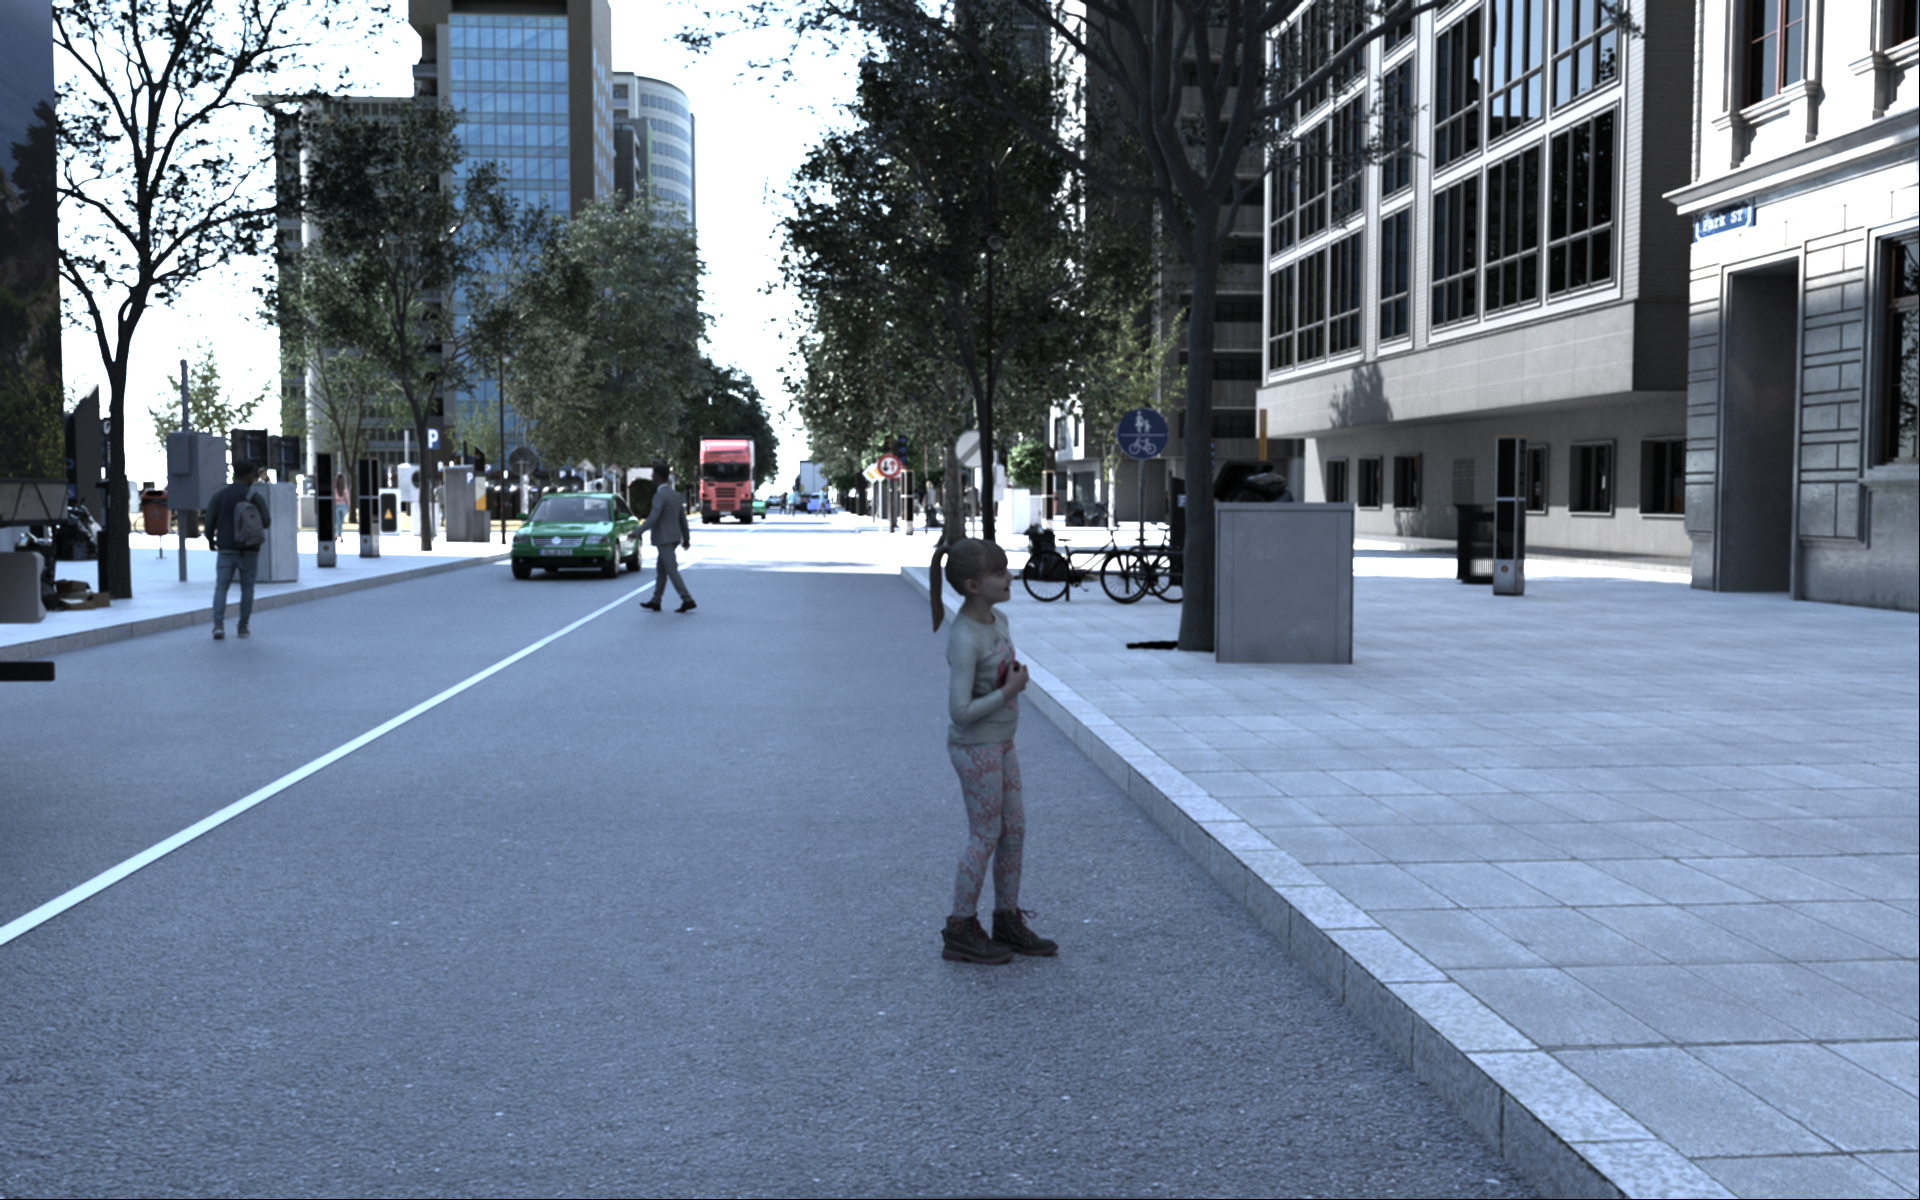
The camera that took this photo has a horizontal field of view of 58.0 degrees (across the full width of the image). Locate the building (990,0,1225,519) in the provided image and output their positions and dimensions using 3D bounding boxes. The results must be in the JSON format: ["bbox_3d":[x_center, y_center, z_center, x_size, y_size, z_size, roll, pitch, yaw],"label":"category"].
[{"bbox_3d":[7.685,-20.601,108.522,14.160,30.474,14.107,0,4,-5],"label":"building"}]

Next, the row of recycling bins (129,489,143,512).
[{"bbox_3d":[-63.752,-7.691,132.857,3.534,1.692,1.069,1,4,18],"label":"row of recycling bins"}]

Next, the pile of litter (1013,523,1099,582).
[{"bbox_3d":[1.394,-0.732,25.927,1.176,0.858,1.719,-1,4,-19],"label":"pile of litter"}]

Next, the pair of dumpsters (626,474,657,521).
[{"bbox_3d":[-14.668,-4.798,80.938,1.574,2.255,4.437,0,4,-4],"label":"pair of dumpsters"}]

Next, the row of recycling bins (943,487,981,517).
[{"bbox_3d":[0.069,-5.548,97.830,1.069,1.692,3.534,-2,4,-28],"label":"row of recycling bins"}]

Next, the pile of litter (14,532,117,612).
[{"bbox_3d":[-10.219,-0.349,19.677,1.176,0.858,1.719,-1,4,-9],"label":"pile of litter"}]

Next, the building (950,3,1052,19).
[{"bbox_3d":[5.884,-30.954,156.210,14.600,45.320,14.200,0,4,-5],"label":"building"}]

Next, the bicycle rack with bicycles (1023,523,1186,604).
[{"bbox_3d":[2.562,-0.461,20.918,2.925,0.926,2.852,2,4,31],"label":"bicycle rack with bicycles"}]

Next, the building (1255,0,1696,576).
[{"bbox_3d":[16.018,-14.833,36.029,14.314,27.812,24.014,0,4,-5],"label":"building"}]

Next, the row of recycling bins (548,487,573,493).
[{"bbox_3d":[-23.075,-5.409,95.555,3.534,1.692,1.069,-2,4,-32],"label":"row of recycling bins"}]

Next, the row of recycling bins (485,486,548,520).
[{"bbox_3d":[-22.272,-4.801,85.601,1.069,1.692,3.534,3,4,38],"label":"row of recycling bins"}]

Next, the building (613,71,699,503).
[{"bbox_3d":[-48.154,-42.833,242.310,21.231,58.520,28.212,0,4,-5],"label":"building"}]

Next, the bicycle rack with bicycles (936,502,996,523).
[{"bbox_3d":[0.129,-3.859,76.482,2.925,0.926,2.852,-3,4,-38],"label":"bicycle rack with bicycles"}]

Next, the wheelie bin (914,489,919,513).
[{"bbox_3d":[-3.151,-6.573,115.381,0.980,1.594,0.693,2,4,28],"label":"wheelie bin"}]

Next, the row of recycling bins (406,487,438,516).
[{"bbox_3d":[-30.490,-5.711,100.487,3.534,1.692,1.069,1,4,12],"label":"row of recycling bins"}]

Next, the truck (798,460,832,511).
[{"bbox_3d":[-12.279,-9.629,146.341,2.839,4.237,11.283,0,4,-4],"label":"truck"}]

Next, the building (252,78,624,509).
[{"bbox_3d":[-45.938,-28.780,162.434,32.217,40.220,23.993,0,4,-5],"label":"building"}]

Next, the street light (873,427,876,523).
[{"bbox_3d":[-3.776,-6.294,75.692,0.468,5.910,1.993,0,4,-5],"label":"street light"}]

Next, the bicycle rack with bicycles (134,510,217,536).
[{"bbox_3d":[-24.235,-2.514,54.484,2.925,0.926,2.852,-1,4,-18],"label":"bicycle rack with bicycles"}]

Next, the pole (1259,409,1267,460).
[{"bbox_3d":[7.300,-2.932,41.776,0.158,3.312,0.155,0,3,0],"label":"pole"}]

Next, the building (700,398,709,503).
[{"bbox_3d":[-53.884,-26.087,271.567,27.650,21.520,28.899,0,4,-5],"label":"building"}]

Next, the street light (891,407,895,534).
[{"bbox_3d":[-2.194,-5.090,56.008,0.468,5.910,1.993,0,4,-5],"label":"street light"}]

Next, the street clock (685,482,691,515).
[{"bbox_3d":[-16.632,-6.204,106.002,0.358,2.002,0.471,1,4,8],"label":"street clock"}]

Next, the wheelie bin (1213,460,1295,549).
[{"bbox_3d":[2.714,-0.506,16.181,0.980,1.594,0.693,-3,4,-37],"label":"wheelie bin"}]

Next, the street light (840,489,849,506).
[{"bbox_3d":[-9.990,-10.928,151.452,0.468,5.910,1.993,0,4,-5],"label":"street light"}]

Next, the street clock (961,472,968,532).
[{"bbox_3d":[0.097,-3.140,55.908,0.358,2.002,0.471,0,4,7],"label":"street clock"}]

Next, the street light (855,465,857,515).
[{"bbox_3d":[-6.402,-8.221,107.202,0.468,5.910,1.993,0,4,-5],"label":"street light"}]

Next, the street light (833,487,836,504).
[{"bbox_3d":[-15.175,-14.768,214.241,0.468,5.910,1.993,0,4,-5],"label":"street light"}]

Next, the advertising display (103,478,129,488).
[{"bbox_3d":[-33.024,-3.825,67.755,0.123,1.923,0.974,3,5,40],"label":"advertising display"}]

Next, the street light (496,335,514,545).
[{"bbox_3d":[-11.543,-4.333,43.636,0.468,5.910,1.993,0,4,-5],"label":"street light"}]

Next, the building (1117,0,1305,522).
[{"bbox_3d":[12.017,-18.938,81.344,14.107,30.474,14.160,0,4,-5],"label":"building"}]

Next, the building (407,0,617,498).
[{"bbox_3d":[-36.471,-30.203,143.930,14.600,45.320,14.200,0,4,-5],"label":"building"}]

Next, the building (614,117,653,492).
[{"bbox_3d":[-40.058,-30.530,182.752,14.154,41.232,14.086,0,4,-5],"label":"building"}]

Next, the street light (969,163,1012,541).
[{"bbox_3d":[0.421,-3.170,24.616,0.468,5.910,1.993,0,4,-5],"label":"street light"}]

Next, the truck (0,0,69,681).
[{"bbox_3d":[-5.338,-0.856,2.907,2.839,4.237,11.283,0,4,-3],"label":"truck"}]

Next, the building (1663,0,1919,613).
[{"bbox_3d":[15.653,-10.849,13.541,11.583,22.565,21.152,0,4,-5],"label":"building"}]

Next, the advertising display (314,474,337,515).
[{"bbox_3d":[-19.897,-3.017,54.537,0.123,1.923,0.974,2,4,27],"label":"advertising display"}]

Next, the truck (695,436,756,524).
[{"bbox_3d":[-11.490,-5.930,85.868,2.839,4.237,11.283,0,4,-6],"label":"truck"}]

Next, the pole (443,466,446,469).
[{"bbox_3d":[-37.081,-8.009,124.790,0.158,3.312,0.155,0,3,0],"label":"pole"}]

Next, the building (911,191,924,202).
[{"bbox_3d":[-0.953,-45.446,285.041,21.231,58.520,28.212,0,4,-5],"label":"building"}]

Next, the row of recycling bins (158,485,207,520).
[{"bbox_3d":[-36.608,-4.643,83.028,3.534,1.692,1.069,-1,4,-10],"label":"row of recycling bins"}]

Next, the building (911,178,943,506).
[{"bbox_3d":[2.564,-36.838,256.931,22.147,44.769,28.867,0,4,-5],"label":"building"}]

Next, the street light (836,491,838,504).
[{"bbox_3d":[-12.578,-12.848,182.847,0.468,5.910,1.993,0,4,-5],"label":"street light"}]

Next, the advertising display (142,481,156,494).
[{"bbox_3d":[-40.091,-4.920,85.660,0.123,1.923,0.974,0,4,6],"label":"advertising display"}]

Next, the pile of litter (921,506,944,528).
[{"bbox_3d":[-0.891,-3.200,66.288,1.176,0.858,1.719,0,4,-6],"label":"pile of litter"}]

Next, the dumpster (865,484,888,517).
[{"bbox_3d":[-4.699,-5.629,97.800,1.264,1.857,1.865,0,4,-5],"label":"dumpster"}]

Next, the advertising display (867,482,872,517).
[{"bbox_3d":[-4.885,-5.498,95.110,0.123,1.923,0.974,-1,4,-20],"label":"advertising display"}]

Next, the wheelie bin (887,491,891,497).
[{"bbox_3d":[-4.566,-6.669,116.943,0.693,1.594,0.980,0,4,-3],"label":"wheelie bin"}]
